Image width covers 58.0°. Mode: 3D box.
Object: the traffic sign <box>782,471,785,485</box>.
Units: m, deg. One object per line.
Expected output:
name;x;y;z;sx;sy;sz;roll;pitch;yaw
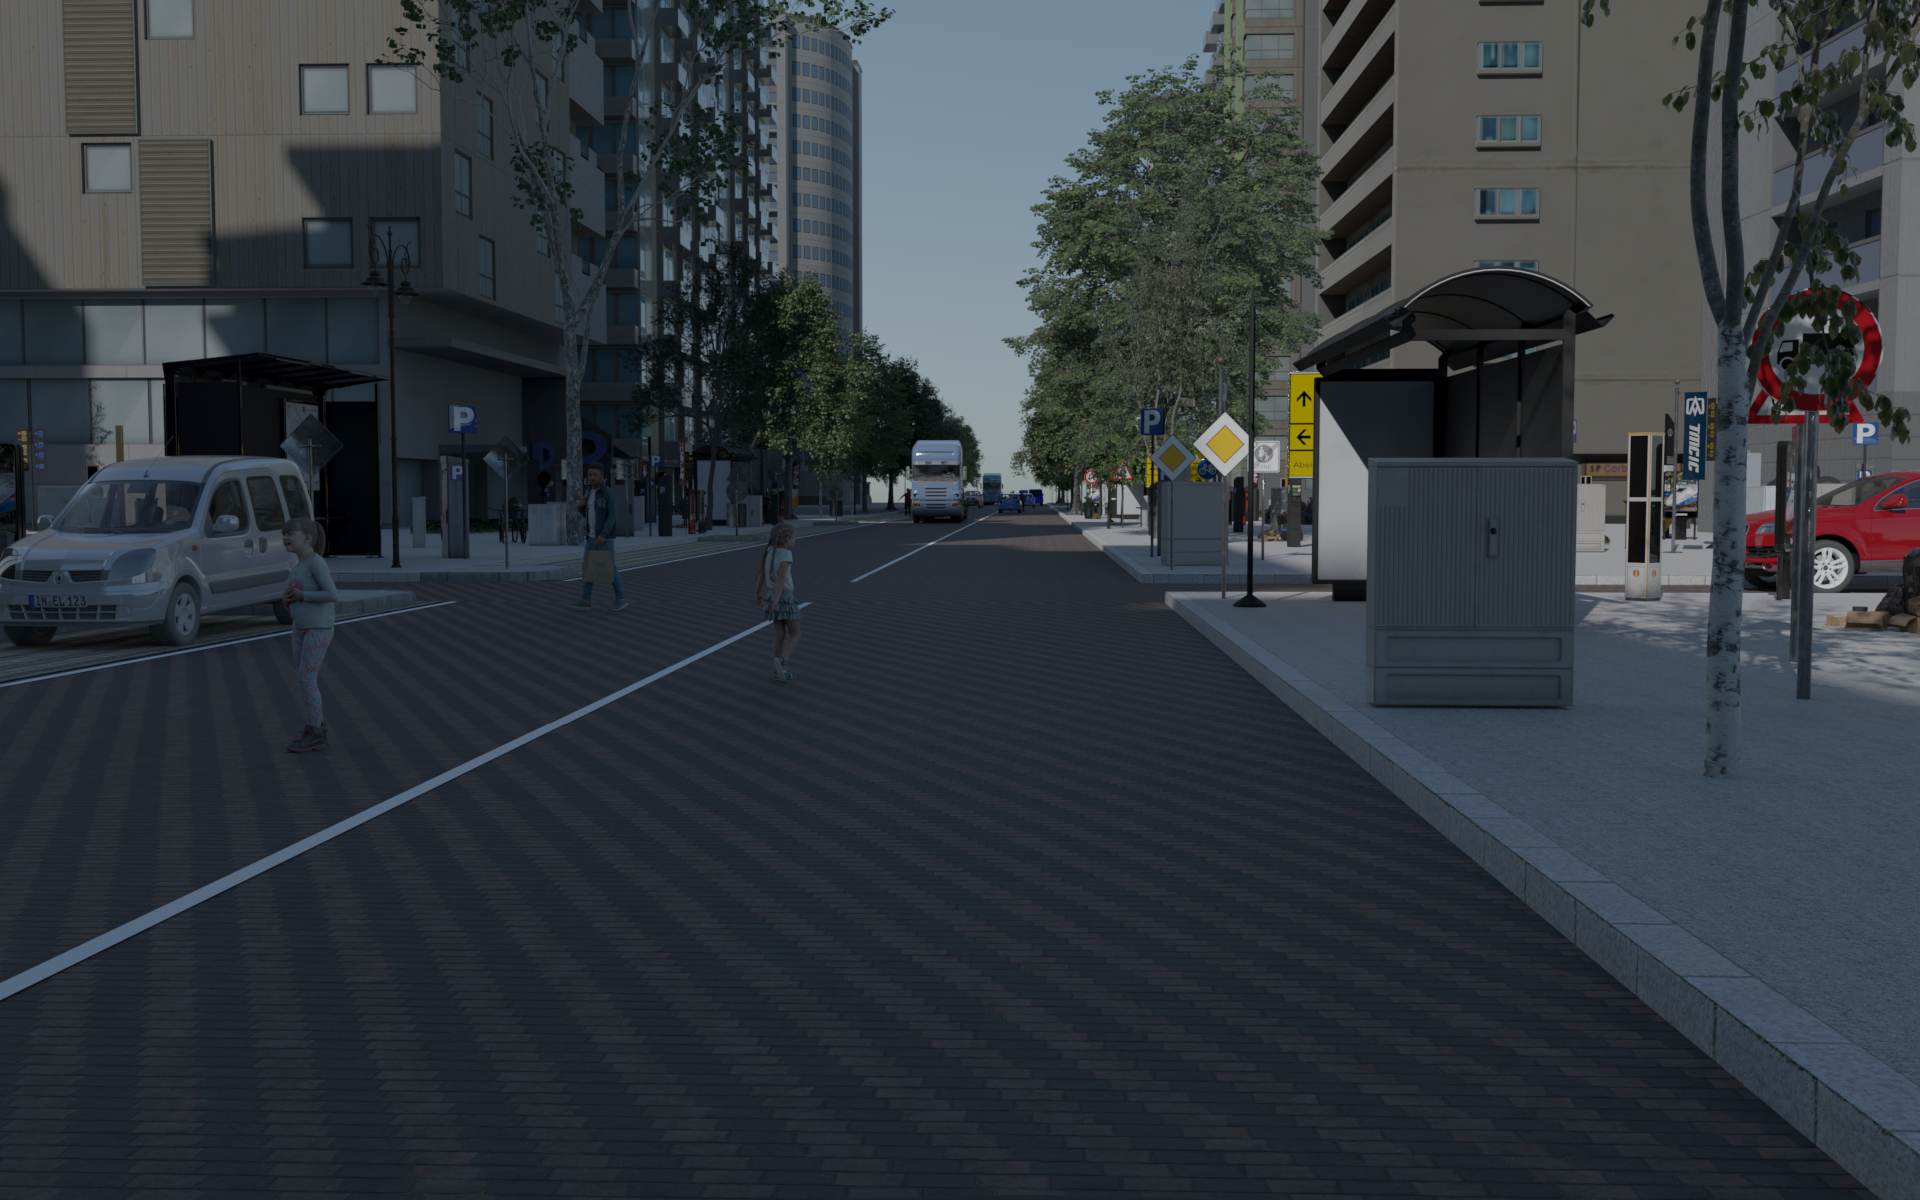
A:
traffic sign;-9.455;-5.730;93.791;0.768;2.556;0.104;0;4;8

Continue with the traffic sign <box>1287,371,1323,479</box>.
traffic sign;6.550;-2.125;28.616;2.265;3.308;0.079;1;4;10

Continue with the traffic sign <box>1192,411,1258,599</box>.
traffic sign;3.227;-1.071;21.161;0.795;2.450;0.064;0;4;2

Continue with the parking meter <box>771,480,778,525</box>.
parking meter;-7.576;-3.982;70.818;0.255;1.863;0.399;0;4;-5

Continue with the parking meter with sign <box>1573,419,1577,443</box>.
parking meter with sign;13.526;-2.722;40.763;1.738;3.016;0.543;2;4;31

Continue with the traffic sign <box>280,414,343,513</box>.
traffic sign;-8.106;-1.102;21.665;0.795;2.450;0.064;0;4;2

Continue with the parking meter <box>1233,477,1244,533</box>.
parking meter;9.302;-3.188;57.838;0.255;1.863;0.399;-1;4;-11

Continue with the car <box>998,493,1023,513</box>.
car;3.794;-7.402;130.610;1.945;1.707;3.694;0;4;4

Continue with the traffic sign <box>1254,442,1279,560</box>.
traffic sign;5.859;-1.916;33.463;0.606;2.300;0.079;1;4;9

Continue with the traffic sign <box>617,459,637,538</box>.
traffic sign;-9.708;-2.959;50.502;0.606;2.300;0.079;0;4;3

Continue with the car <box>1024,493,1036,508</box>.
car;6.887;-10.352;178.850;1.945;1.707;3.694;0;4;2

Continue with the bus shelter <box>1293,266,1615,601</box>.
bus shelter;4.894;-1.482;18.162;2.014;3.302;5.546;0;4;3

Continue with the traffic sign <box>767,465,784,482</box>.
traffic sign;-8.040;-4.615;75.554;0.768;2.556;0.104;0;4;3

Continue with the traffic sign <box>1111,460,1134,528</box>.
traffic sign;6.148;-4.001;65.428;0.884;2.594;0.081;1;4;12

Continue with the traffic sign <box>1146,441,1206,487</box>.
traffic sign;8.147;-4.376;65.427;2.265;3.308;0.079;0;4;6

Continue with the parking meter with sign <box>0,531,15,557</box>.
parking meter with sign;-11.623;-1.417;19.421;1.738;3.016;0.543;-1;4;-15

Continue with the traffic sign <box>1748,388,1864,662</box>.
traffic sign;6.378;-0.805;13.172;0.884;2.594;0.081;0;4;6

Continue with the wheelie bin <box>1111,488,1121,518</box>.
wheelie bin;8.296;-5.102;91.325;0.980;1.594;0.693;2;4;30

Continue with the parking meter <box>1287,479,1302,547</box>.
parking meter;8.062;-2.206;41.779;0.255;1.863;0.399;0;4;-5

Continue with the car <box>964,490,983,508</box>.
car;1.246;-10.270;176.590;2.281;1.827;5.304;0;4;4

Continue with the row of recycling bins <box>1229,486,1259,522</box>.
row of recycling bins;12.773;-4.520;81.022;1.069;1.692;3.534;3;5;43

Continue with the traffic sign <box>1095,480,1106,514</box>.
traffic sign;7.325;-5.546;90.681;0.884;2.594;0.081;1;4;9

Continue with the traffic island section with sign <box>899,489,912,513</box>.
traffic island section with sign;-3.527;-7.374;129.190;1.989;1.847;2.006;0;4;2

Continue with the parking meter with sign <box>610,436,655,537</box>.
parking meter with sign;-10.183;-3.422;52.205;1.738;3.016;0.543;-1;4;-10

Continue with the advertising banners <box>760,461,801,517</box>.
advertising banners;-9.497;-5.902;92.691;2.074;3.025;0.090;-1;4;-13

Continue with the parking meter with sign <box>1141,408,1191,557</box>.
parking meter with sign;4.455;-2.420;35.829;0.543;3.016;1.738;3;5;41

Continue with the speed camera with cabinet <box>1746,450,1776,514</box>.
speed camera with cabinet;16.633;-2.559;36.170;0.660;3.252;2.038;0;4;0

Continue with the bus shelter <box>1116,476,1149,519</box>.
bus shelter;8.545;-5.564;84.890;2.014;3.302;5.546;0;4;2

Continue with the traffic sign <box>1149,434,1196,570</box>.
traffic sign;3.569;-1.559;29.139;0.795;2.450;0.064;0;4;2

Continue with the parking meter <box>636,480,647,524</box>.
parking meter;-13.437;-4.122;73.102;0.399;1.863;0.255;-3;4;-36

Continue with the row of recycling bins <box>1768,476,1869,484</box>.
row of recycling bins;20.431;-2.004;39.883;3.534;1.692;1.069;1;4;9

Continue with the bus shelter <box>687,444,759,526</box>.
bus shelter;-9.809;-4.779;72.066;2.014;3.302;5.546;0;4;3

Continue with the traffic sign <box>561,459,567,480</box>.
traffic sign;-11.222;-2.934;50.099;0.606;2.300;0.079;0;4;4

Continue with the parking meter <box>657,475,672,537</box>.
parking meter;-8.924;-2.852;52.336;0.399;1.863;0.255;2;4;23

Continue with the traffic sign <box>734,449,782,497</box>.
traffic sign;-9.174;-5.185;78.654;2.265;3.308;0.079;1;4;10

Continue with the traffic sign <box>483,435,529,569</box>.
traffic sign;-7.764;-1.590;29.643;0.795;2.450;0.064;0;4;2

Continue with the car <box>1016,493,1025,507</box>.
car;6.263;-11.022;189.808;1.945;1.707;3.694;0;4;2

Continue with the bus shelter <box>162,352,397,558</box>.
bus shelter;-12.289;-2.478;31.806;1.731;3.624;6.357;0;4;3

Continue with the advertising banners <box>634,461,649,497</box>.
advertising banners;-17.406;-5.893;92.533;2.074;3.025;0.090;2;4;28

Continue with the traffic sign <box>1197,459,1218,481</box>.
traffic sign;8.831;-3.774;61.803;0.768;2.556;0.104;1;4;8

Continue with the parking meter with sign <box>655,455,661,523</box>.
parking meter with sign;-13.949;-4.970;77.527;0.543;3.016;1.738;-2;4;-32

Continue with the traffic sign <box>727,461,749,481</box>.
traffic sign;-8.871;-4.224;69.066;0.884;2.594;0.081;0;4;5

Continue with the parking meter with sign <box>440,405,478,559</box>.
parking meter with sign;-10.116;-2.355;34.759;0.543;3.016;1.738;-2;4;-27

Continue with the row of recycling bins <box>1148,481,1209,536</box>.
row of recycling bins;7.010;-2.897;54.471;1.069;1.692;3.534;3;4;38

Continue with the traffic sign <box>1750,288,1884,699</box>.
traffic sign;5.286;-0.652;10.774;0.768;2.556;0.104;1;4;11

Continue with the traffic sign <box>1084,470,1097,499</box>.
traffic sign;6.835;-5.494;89.934;0.768;2.556;0.104;0;4;5

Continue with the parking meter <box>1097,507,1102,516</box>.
parking meter;8.248;-5.776;102.849;0.372;1.533;0.369;0;3;0

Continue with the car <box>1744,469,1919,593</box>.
car;13.948;-1.028;25.479;5.304;1.827;2.281;0;4;1

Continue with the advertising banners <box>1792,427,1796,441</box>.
advertising banners;21.311;-3.012;45.431;0.090;3.025;2.074;-2;4;-32

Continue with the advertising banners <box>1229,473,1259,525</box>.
advertising banners;11.550;-4.581;71.086;0.090;3.025;2.074;-3;4;-38

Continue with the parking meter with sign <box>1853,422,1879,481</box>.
parking meter with sign;22.411;-2.848;42.819;0.543;3.016;1.738;2;4;31

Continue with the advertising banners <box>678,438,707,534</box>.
advertising banners;-8.581;-3.625;55.459;0.090;3.025;2.074;1;4;16
